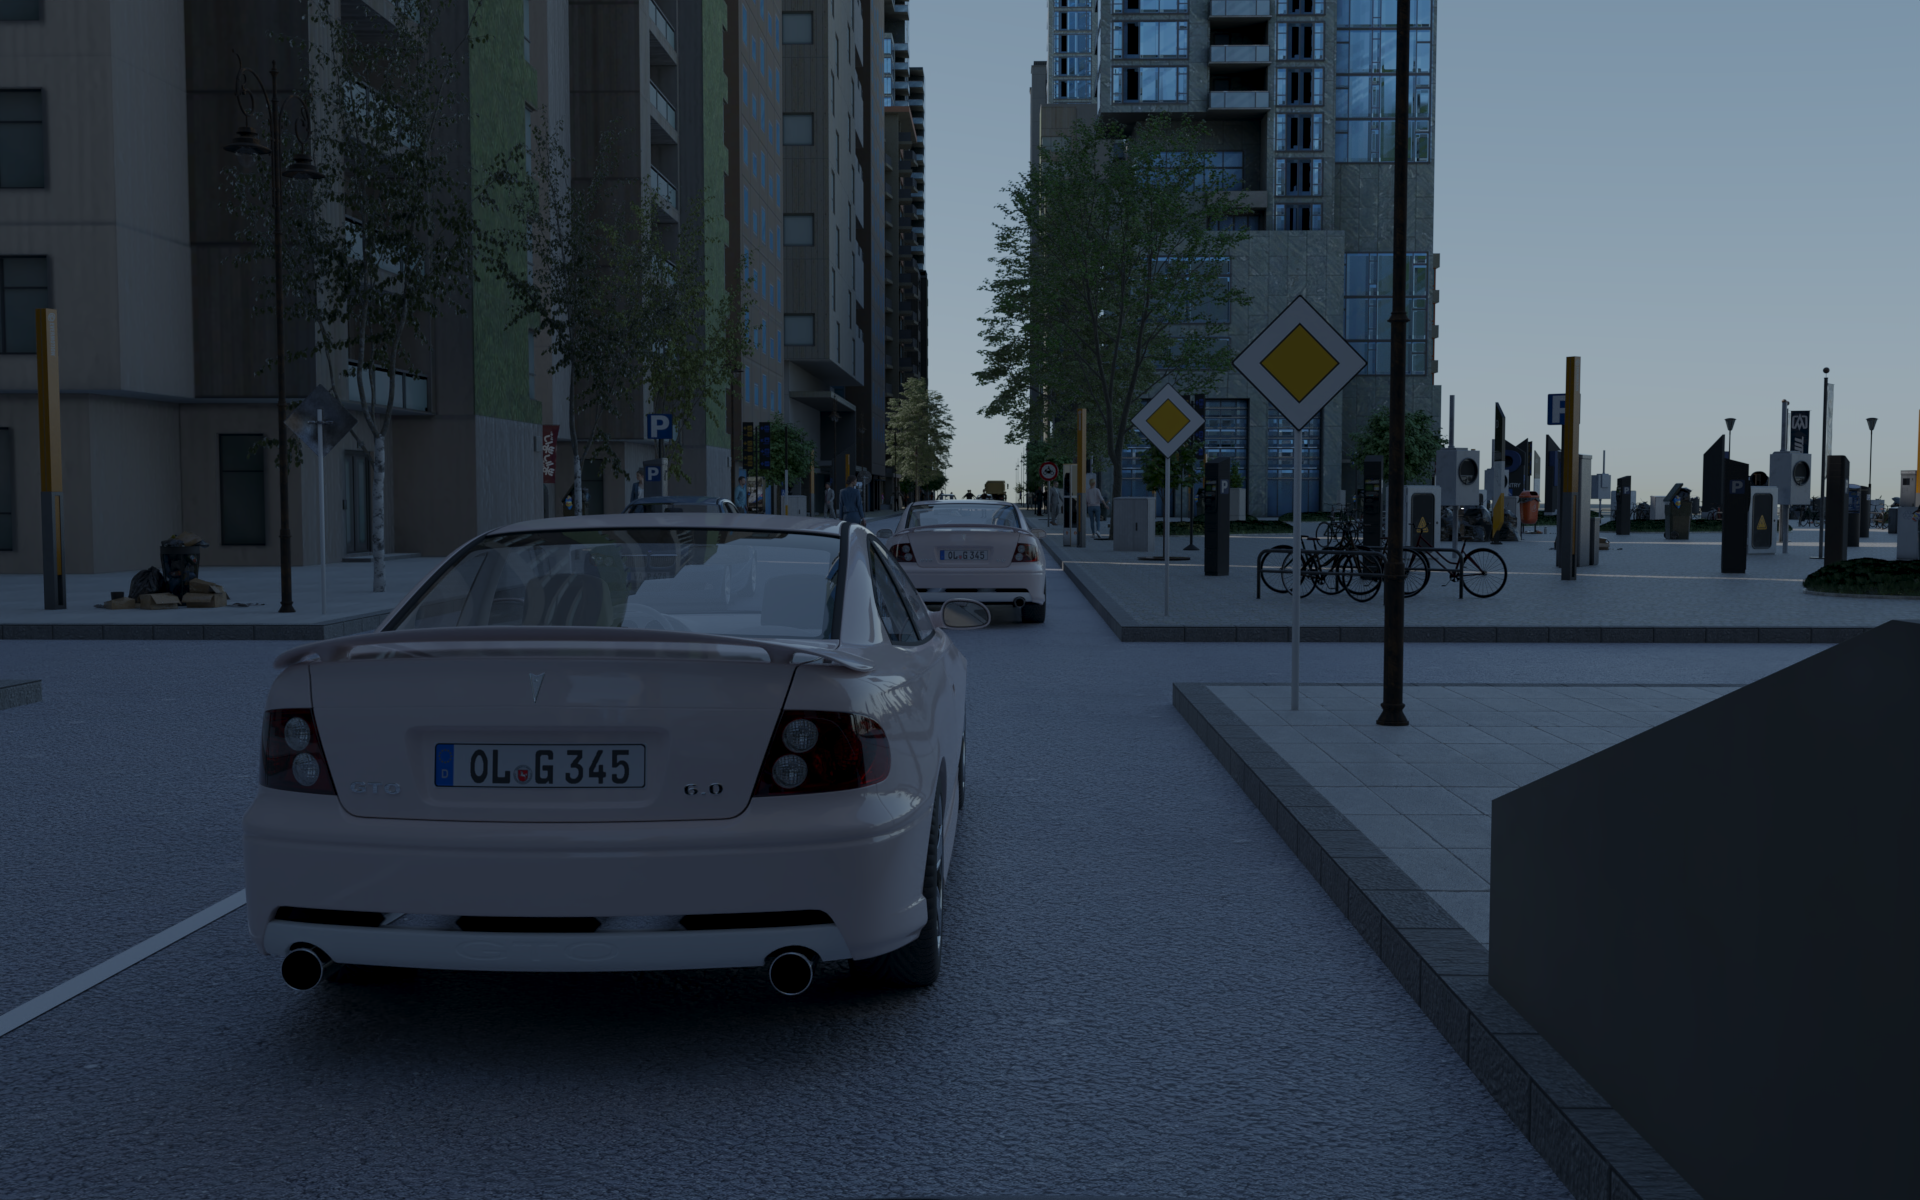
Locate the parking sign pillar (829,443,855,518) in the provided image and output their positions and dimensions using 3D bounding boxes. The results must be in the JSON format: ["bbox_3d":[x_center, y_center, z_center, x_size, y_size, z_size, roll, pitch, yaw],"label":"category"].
[{"bbox_3d":[-6.234,-6.330,91.974,1.447,3.967,1.447,-2,4,-26],"label":"parking sign pillar"}]

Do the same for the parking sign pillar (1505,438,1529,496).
[{"bbox_3d":[26.771,-5.816,83.562,1.447,3.967,1.447,3,4,38],"label":"parking sign pillar"}]

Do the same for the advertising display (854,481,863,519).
[{"bbox_3d":[-5.202,-5.015,87.214,0.123,1.923,0.974,2,4,30],"label":"advertising display"}]

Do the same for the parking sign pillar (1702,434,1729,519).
[{"bbox_3d":[34.327,-5.516,78.666,1.447,3.967,1.447,-1,4,-14],"label":"parking sign pillar"}]

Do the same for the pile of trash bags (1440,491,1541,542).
[{"bbox_3d":[14.591,-2.309,47.512,3.447,1.369,1.912,-2,4,-30],"label":"pile of trash bags"}]

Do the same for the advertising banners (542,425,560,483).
[{"bbox_3d":[-11.106,-2.898,43.576,2.074,3.025,0.090,-1,4,-8],"label":"advertising banners"}]

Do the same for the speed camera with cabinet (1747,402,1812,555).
[{"bbox_3d":[17.265,-2.606,36.946,2.038,3.252,0.660,-2,4,-28],"label":"speed camera with cabinet"}]

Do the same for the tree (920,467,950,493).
[{"bbox_3d":[-2.894,-13.377,202.422,4.285,4.588,4.351,0,3,0],"label":"tree"}]

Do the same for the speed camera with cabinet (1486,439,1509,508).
[{"bbox_3d":[18.625,-4.122,61.723,2.038,3.252,0.660,-2,4,-29],"label":"speed camera with cabinet"}]

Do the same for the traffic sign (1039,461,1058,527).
[{"bbox_3d":[3.468,-4.137,67.740,0.768,2.556,0.104,1,4,10],"label":"traffic sign"}]

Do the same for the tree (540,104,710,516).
[{"bbox_3d":[-7.226,-5.094,33.654,4.360,8.622,3.978,0,3,0],"label":"tree"}]

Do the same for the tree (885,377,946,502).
[{"bbox_3d":[-3.963,-15.321,168.620,7.486,12.596,7.792,0,3,0],"label":"tree"}]

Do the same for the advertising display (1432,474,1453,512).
[{"bbox_3d":[15.294,-3.027,54.707,0.974,1.923,0.123,-2,4,-28],"label":"advertising display"}]

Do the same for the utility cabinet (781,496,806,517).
[{"bbox_3d":[-6.831,-3.673,71.217,1.020,1.237,0.306,-2,4,-29],"label":"utility cabinet"}]

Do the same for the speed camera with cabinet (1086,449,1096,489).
[{"bbox_3d":[5.417,-5.079,77.381,0.660,3.252,2.038,-1,4,-20],"label":"speed camera with cabinet"}]

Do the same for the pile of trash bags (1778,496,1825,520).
[{"bbox_3d":[43.164,-4.730,87.091,3.447,1.369,1.912,0,4,5],"label":"pile of trash bags"}]

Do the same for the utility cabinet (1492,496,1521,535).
[{"bbox_3d":[17.040,-2.617,53.957,0.306,1.237,1.020,-2,4,-28],"label":"utility cabinet"}]

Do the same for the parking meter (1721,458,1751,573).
[{"bbox_3d":[12.587,-1.368,28.085,0.399,1.863,0.255,1,4,17],"label":"parking meter"}]

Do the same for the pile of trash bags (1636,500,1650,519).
[{"bbox_3d":[33.518,-4.575,84.559,3.447,1.369,1.912,0,4,-2],"label":"pile of trash bags"}]

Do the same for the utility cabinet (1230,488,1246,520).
[{"bbox_3d":[10.226,-3.430,64.756,0.318,1.500,1.173,-2,4,-25],"label":"utility cabinet"}]

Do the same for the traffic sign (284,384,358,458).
[{"bbox_3d":[-6.793,-0.992,18.416,0.795,2.593,0.064,0,4,1],"label":"traffic sign"}]

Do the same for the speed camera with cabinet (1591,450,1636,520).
[{"bbox_3d":[29.586,-5.140,78.381,2.038,3.252,0.660,-1,4,-17],"label":"speed camera with cabinet"}]

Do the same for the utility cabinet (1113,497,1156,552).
[{"bbox_3d":[3.916,-1.703,39.000,0.306,1.237,1.020,-3,5,-43],"label":"utility cabinet"}]

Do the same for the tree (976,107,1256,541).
[{"bbox_3d":[4.314,-7.457,47.676,9.928,11.665,9.643,0,3,0],"label":"tree"}]

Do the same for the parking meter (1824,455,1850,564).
[{"bbox_3d":[13.222,-1.248,26.117,0.255,1.863,0.399,3,4,38],"label":"parking meter"}]

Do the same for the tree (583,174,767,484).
[{"bbox_3d":[-6.801,-5.540,40.950,4.737,8.622,4.395,0,3,0],"label":"tree"}]

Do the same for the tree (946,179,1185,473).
[{"bbox_3d":[4.190,-8.840,62.660,7.486,12.596,7.792,0,3,0],"label":"tree"}]

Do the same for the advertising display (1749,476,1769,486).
[{"bbox_3d":[27.593,-3.366,60.256,0.974,1.923,0.123,2,4,29],"label":"advertising display"}]

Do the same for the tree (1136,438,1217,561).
[{"bbox_3d":[3.896,-2.382,33.546,1.663,3.219,1.824,0,3,0],"label":"tree"}]

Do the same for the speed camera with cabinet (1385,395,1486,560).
[{"bbox_3d":[9.324,-2.433,34.112,2.038,3.252,0.660,-2,4,-31],"label":"speed camera with cabinet"}]

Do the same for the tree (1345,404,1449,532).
[{"bbox_3d":[14.537,-4.505,57.378,4.285,4.588,4.351,0,3,0],"label":"tree"}]

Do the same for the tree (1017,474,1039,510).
[{"bbox_3d":[5.762,-8.716,137.108,1.663,3.219,1.824,0,3,0],"label":"tree"}]

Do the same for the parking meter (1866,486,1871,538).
[{"bbox_3d":[26.619,-2.609,51.069,0.372,1.533,0.369,0,3,0],"label":"parking meter"}]

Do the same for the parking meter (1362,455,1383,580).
[{"bbox_3d":[6.174,-1.235,25.898,0.255,1.863,0.399,1,4,19],"label":"parking meter"}]

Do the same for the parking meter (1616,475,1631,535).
[{"bbox_3d":[20.817,-2.975,54.355,0.399,1.863,0.255,-1,4,-16],"label":"parking meter"}]

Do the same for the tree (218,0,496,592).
[{"bbox_3d":[-7.706,-4.424,22.703,4.360,8.622,3.978,0,3,0],"label":"tree"}]

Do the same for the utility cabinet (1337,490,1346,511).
[{"bbox_3d":[20.256,-5.097,92.008,0.318,1.500,1.173,0,4,4],"label":"utility cabinet"}]

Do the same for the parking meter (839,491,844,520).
[{"bbox_3d":[-5.687,-4.633,84.154,0.372,1.533,0.369,0,3,0],"label":"parking meter"}]

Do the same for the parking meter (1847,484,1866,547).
[{"bbox_3d":[21.709,-2.065,42.168,0.372,1.533,0.369,0,3,0],"label":"parking meter"}]

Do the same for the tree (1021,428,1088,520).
[{"bbox_3d":[4.677,-6.247,85.858,4.285,4.588,4.351,0,3,0],"label":"tree"}]

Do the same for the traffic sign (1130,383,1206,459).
[{"bbox_3d":[2.198,-0.978,18.183,0.795,2.593,0.064,0,4,1],"label":"traffic sign"}]

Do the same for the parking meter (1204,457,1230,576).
[{"bbox_3d":[4.033,-1.314,27.188,0.255,1.863,0.399,3,5,43],"label":"parking meter"}]

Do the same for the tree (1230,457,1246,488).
[{"bbox_3d":[14.045,-5.763,88.831,1.663,3.219,1.824,0,3,0],"label":"tree"}]

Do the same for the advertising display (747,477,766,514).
[{"bbox_3d":[-7.565,-3.612,64.272,0.123,1.923,0.974,-3,5,-44],"label":"advertising display"}]

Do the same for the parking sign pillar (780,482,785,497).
[{"bbox_3d":[-9.836,-6.313,91.684,1.447,3.967,1.447,2,4,34],"label":"parking sign pillar"}]

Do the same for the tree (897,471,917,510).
[{"bbox_3d":[-4.293,-9.029,142.218,1.663,3.219,1.824,0,3,0],"label":"tree"}]

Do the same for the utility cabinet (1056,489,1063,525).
[{"bbox_3d":[4.619,-3.878,72.086,1.173,1.500,0.318,-1,4,-12],"label":"utility cabinet"}]

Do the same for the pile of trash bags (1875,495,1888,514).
[{"bbox_3d":[42.415,-4.284,79.790,3.447,1.369,1.912,2,4,34],"label":"pile of trash bags"}]

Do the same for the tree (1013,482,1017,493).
[{"bbox_3d":[8.450,-15.322,245.119,1.663,3.219,1.824,0,3,0],"label":"tree"}]

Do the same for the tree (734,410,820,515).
[{"bbox_3d":[-7.161,-5.118,67.388,4.285,4.588,4.351,0,3,0],"label":"tree"}]

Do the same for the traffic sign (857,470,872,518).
[{"bbox_3d":[-5.136,-5.687,93.086,0.768,2.556,0.104,0,4,3],"label":"traffic sign"}]

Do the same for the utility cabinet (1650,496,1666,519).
[{"bbox_3d":[26.372,-3.289,64.932,1.020,1.237,0.306,-1,4,-20],"label":"utility cabinet"}]

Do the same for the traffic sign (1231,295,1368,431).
[{"bbox_3d":[2.009,-0.490,10.200,0.795,2.593,0.064,0,4,1],"label":"traffic sign"}]

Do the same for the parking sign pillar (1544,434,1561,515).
[{"bbox_3d":[27.033,-5.500,78.394,1.447,3.967,1.447,-3,4,-37],"label":"parking sign pillar"}]
